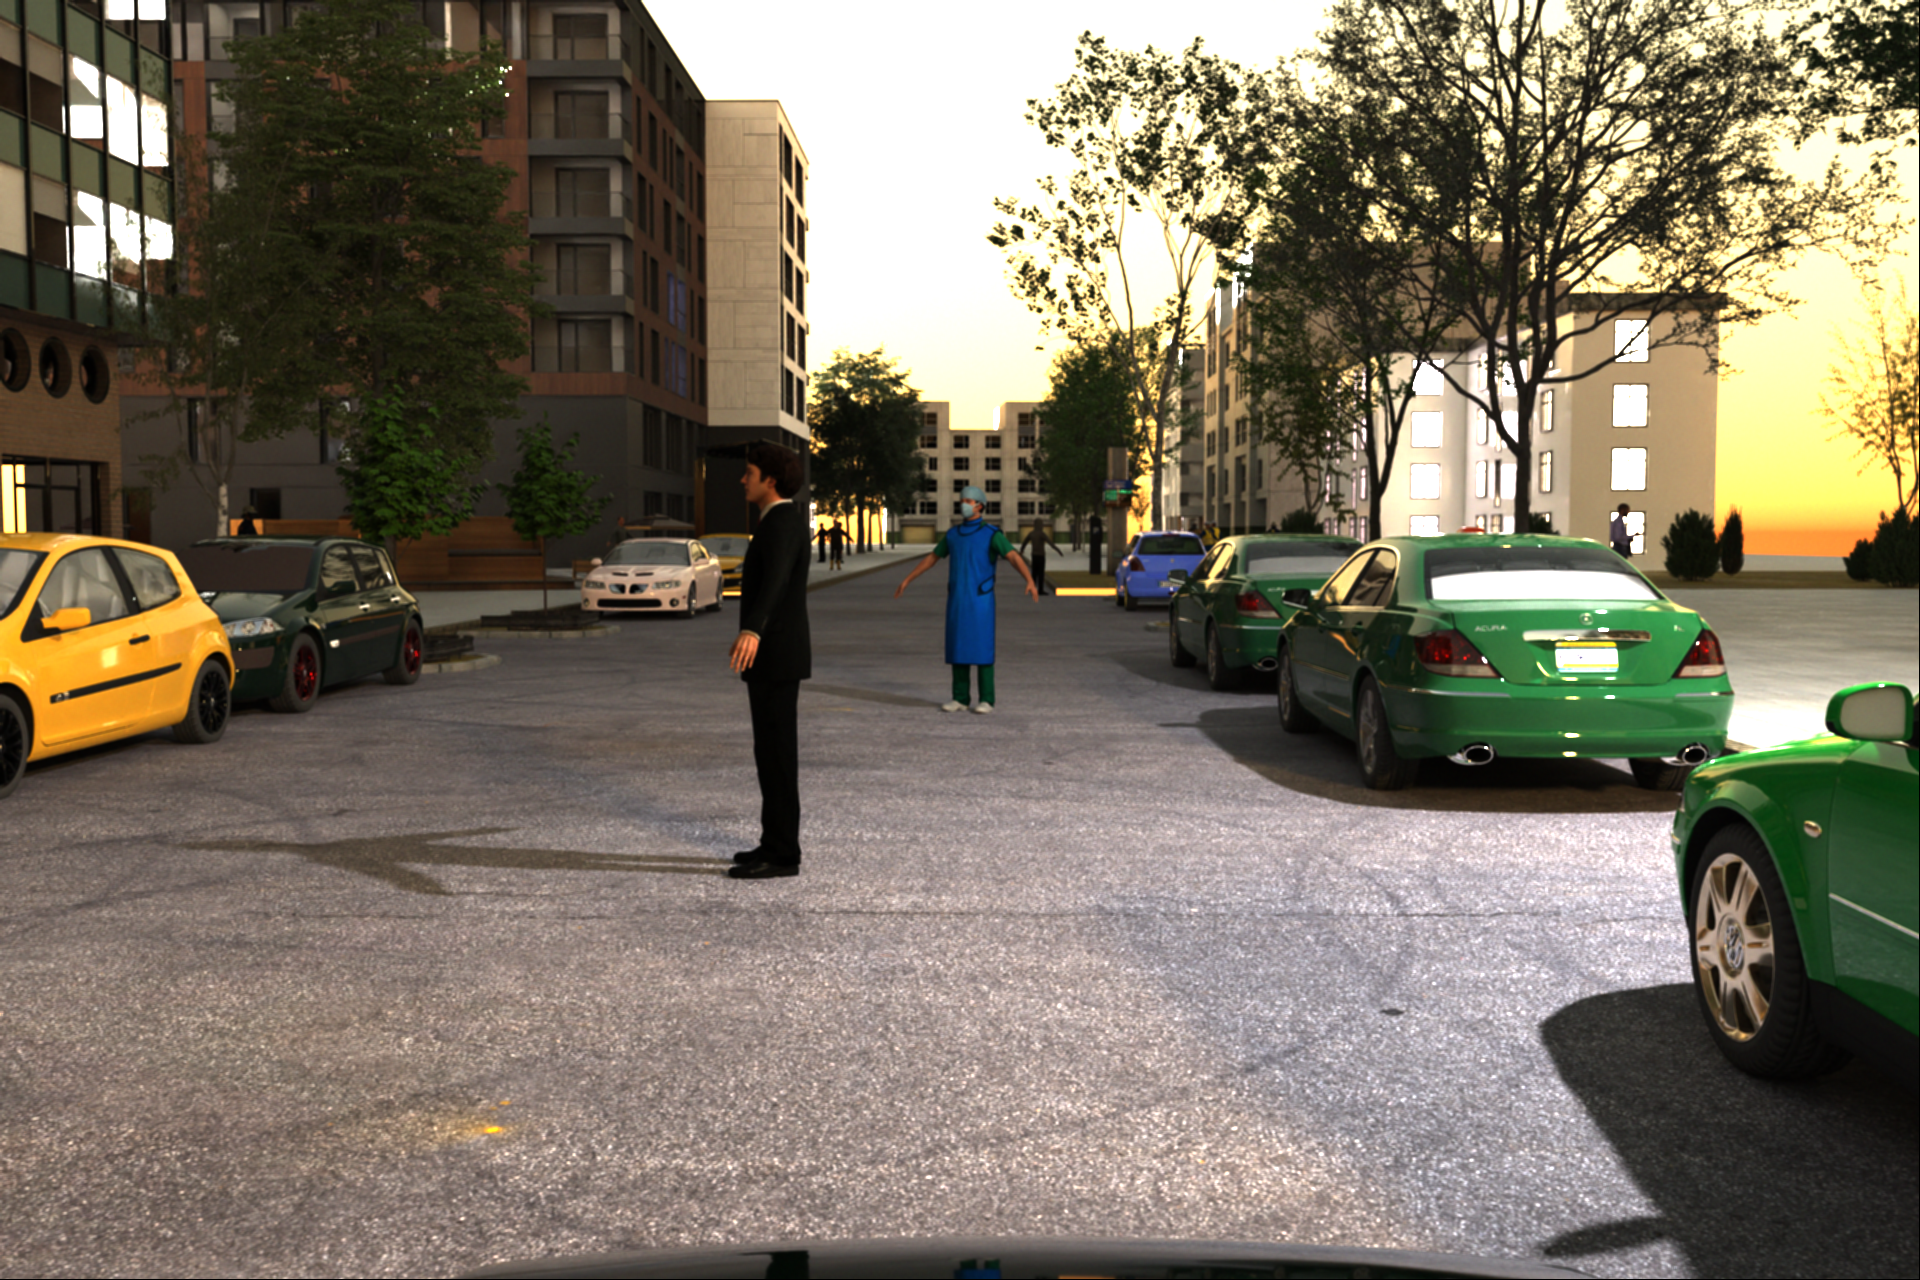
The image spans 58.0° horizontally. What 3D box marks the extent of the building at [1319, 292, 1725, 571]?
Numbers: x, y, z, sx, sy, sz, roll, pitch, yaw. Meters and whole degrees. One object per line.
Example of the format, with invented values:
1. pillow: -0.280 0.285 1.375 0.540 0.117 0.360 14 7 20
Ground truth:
1. building: 22.381 -8.086 74.352 9.099 9.664 28.070 0 4 2

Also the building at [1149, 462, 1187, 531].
1. building: 27.892 -15.914 202.344 9.099 9.664 28.070 0 4 1

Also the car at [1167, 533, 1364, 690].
1. car: 3.210 -0.336 17.296 2.131 1.459 4.920 0 4 0

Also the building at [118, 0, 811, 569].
1. building: -22.508 -14.432 79.931 27.936 21.610 32.646 0 4 1

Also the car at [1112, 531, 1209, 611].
1. car: 3.933 -1.462 33.496 1.945 1.707 3.694 0 4 1

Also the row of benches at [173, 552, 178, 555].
1. row of benches: -26.649 -2.724 59.994 1.422 0.672 4.104 -3 4 -37

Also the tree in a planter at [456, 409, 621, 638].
1. tree in a planter: -5.955 -1.685 24.772 1.991 3.239 1.994 0 4 1

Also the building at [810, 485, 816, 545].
1. building: -21.397 -16.024 204.132 9.099 9.664 28.070 0 4 1

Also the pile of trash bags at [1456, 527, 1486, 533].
1. pile of trash bags: 6.547 -0.693 21.081 1.912 1.369 3.447 0 4 2

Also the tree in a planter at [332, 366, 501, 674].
1. tree in a planter: -6.082 -1.308 18.609 1.991 3.239 1.994 0 4 2

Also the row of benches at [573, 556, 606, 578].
1. row of benches: -9.209 -2.032 48.679 4.104 0.672 1.422 2 4 34

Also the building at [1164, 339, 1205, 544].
1. building: 25.097 -19.089 168.530 16.016 20.090 11.380 0 4 1

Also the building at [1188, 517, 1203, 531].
1. building: 29.512 -20.092 184.930 16.016 20.090 11.380 0 4 1

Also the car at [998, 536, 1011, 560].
1. car: 1.919 -5.446 98.628 1.945 1.707 3.694 0 4 1

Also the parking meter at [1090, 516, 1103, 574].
1. parking meter: 4.340 -3.029 55.235 0.399 1.863 0.255 0 4 0

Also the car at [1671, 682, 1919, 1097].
1. car: 2.886 0.343 3.190 1.959 1.807 4.718 0 4 2

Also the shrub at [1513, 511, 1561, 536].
1. shrub: 18.320 -3.104 55.162 1.690 2.028 1.600 0 3 0

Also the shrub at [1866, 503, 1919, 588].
1. shrub: 22.720 -2.284 41.755 1.690 2.028 1.600 0 3 0

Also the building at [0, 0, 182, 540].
1. building: -30.769 -13.246 23.152 21.656 26.213 47.522 0 4 1

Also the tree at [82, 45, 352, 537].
1. tree: -11.221 -4.631 26.073 4.360 8.622 3.978 0 3 0

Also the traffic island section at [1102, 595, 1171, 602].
1. traffic island section: 4.101 -0.903 37.638 1.991 0.108 1.994 0 4 1

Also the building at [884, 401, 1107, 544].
1. building: 5.461 -22.509 236.929 31.486 18.905 16.747 0 4 -4

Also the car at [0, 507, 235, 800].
1. car: -5.972 -0.016 10.488 2.015 1.641 3.980 0 4 1

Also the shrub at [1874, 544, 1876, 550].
1. shrub: 29.323 -2.690 55.099 1.383 1.207 1.383 0 3 0

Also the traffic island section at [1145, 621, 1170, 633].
1. traffic island section: 3.788 -0.186 25.912 1.991 0.108 1.994 0 4 1

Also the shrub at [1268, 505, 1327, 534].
1. shrub: 9.353 -2.668 47.663 1.661 2.075 1.752 0 3 0

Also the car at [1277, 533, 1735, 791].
1. car: 3.222 0.043 11.099 2.131 1.459 4.920 0 4 1

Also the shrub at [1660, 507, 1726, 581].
1. shrub: 20.016 -2.623 47.301 1.690 2.028 1.600 0 3 0

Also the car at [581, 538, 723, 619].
1. car: -5.390 -1.127 30.786 2.083 1.381 4.827 0 4 2

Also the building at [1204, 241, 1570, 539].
1. building: 26.230 -15.104 113.409 16.747 18.905 31.486 0 4 1

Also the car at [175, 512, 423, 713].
1. car: -6.066 -0.325 15.102 2.009 1.686 4.222 0 4 1

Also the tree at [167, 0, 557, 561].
1. tree: -11.974 -7.152 35.063 7.486 12.596 7.792 0 3 0

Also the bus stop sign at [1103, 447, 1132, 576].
1. bus stop sign: 4.806 -3.904 52.851 0.837 3.901 0.837 0 4 2

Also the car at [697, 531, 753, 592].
1. car: -5.342 -1.786 39.424 2.015 1.641 3.980 0 4 1

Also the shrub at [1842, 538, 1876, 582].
1. shrub: 24.444 -2.186 46.856 1.383 1.207 1.383 0 3 0
